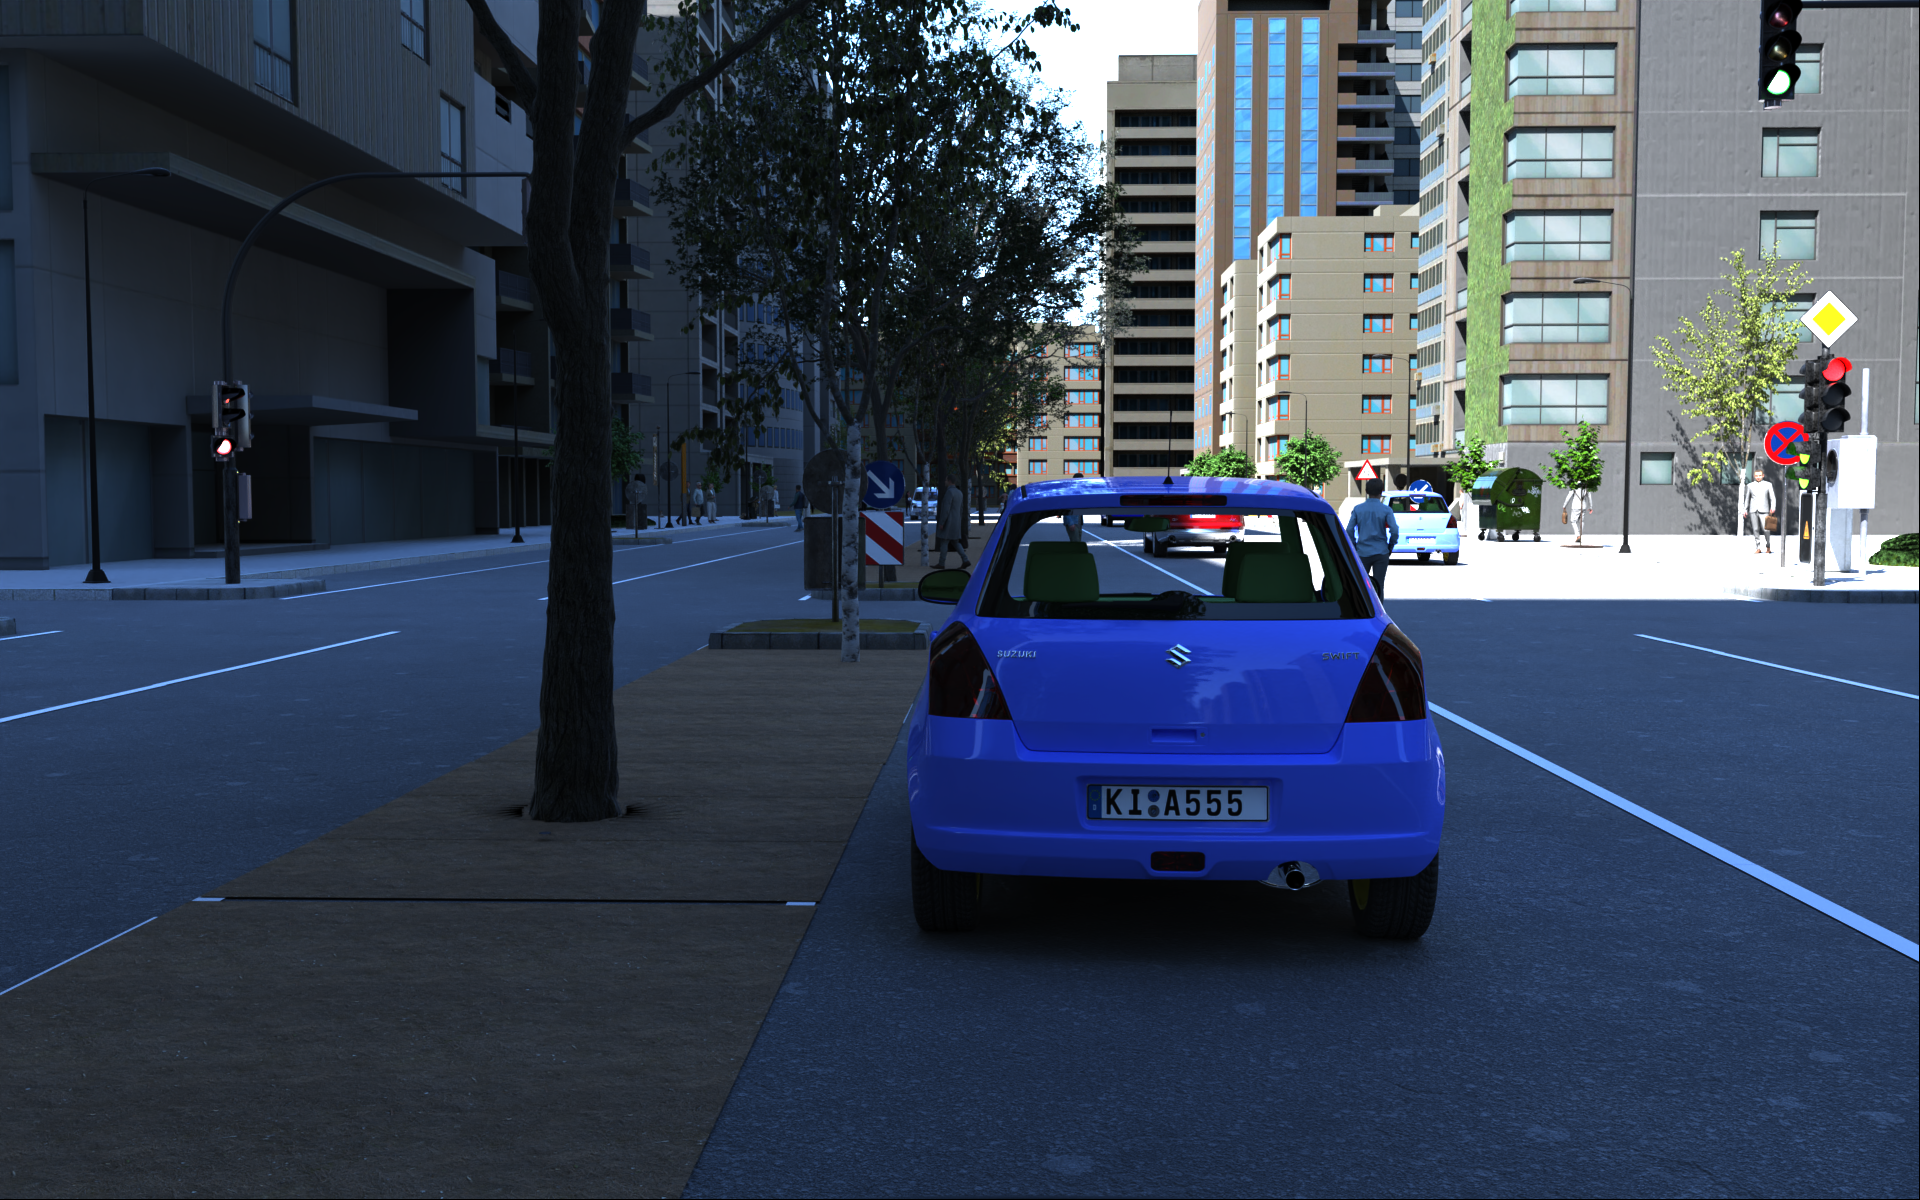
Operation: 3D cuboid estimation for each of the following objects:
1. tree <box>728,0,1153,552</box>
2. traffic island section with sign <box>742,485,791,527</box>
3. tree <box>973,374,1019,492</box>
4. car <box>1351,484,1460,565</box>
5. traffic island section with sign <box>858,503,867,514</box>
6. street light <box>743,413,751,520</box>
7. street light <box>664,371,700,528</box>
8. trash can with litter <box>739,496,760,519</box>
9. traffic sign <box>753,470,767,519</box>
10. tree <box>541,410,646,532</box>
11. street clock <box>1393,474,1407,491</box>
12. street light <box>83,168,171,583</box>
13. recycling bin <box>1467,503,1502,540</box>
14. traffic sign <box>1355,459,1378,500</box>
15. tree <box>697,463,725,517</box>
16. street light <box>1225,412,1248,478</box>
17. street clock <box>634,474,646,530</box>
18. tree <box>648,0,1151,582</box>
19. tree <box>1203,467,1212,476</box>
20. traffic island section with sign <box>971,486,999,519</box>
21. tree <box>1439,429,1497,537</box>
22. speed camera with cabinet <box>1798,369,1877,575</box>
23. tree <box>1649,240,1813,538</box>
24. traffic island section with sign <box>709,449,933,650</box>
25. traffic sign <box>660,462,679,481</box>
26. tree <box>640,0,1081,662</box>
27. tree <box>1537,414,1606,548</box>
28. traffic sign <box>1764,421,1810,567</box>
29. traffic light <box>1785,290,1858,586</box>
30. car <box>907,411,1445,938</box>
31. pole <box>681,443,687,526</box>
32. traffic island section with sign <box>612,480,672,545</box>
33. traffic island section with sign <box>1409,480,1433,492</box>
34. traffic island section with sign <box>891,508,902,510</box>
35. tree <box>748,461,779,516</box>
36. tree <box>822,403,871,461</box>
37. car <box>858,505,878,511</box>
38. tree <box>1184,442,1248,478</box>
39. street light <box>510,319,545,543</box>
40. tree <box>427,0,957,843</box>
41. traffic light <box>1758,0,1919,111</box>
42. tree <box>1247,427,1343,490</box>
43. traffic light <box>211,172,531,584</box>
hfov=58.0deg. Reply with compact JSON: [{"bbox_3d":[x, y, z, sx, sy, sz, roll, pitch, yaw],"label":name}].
[{"bbox_3d":[-0.425,-7.921,42.338,12.009,13.543,11.850,0,3,0],"label":"tree"},{"bbox_3d":[-8.540,-4.163,76.695,1.989,1.847,2.006,0,4,2],"label":"traffic island section with sign"},{"bbox_3d":[1.059,-8.076,84.858,4.737,8.622,4.395,0,3,0],"label":"tree"},{"bbox_3d":[9.203,-1.622,36.114,1.945,1.707,3.694,0,4,2],"label":"car"},{"bbox_3d":[-7.034,-7.211,126.524,1.989,1.847,2.006,0,4,2],"label":"traffic island section with sign"},{"bbox_3d":[-10.032,-6.926,85.776,1.470,5.913,1.316,0,4,2],"label":"street light"},{"bbox_3d":[-10.514,-5.696,65.663,1.470,5.913,1.316,0,4,2],"label":"street light"},{"bbox_3d":[-10.719,-4.706,88.336,0.624,1.170,1.055,3,5,41],"label":"trash can with litter"},{"bbox_3d":[-10.470,-5.538,90.644,0.768,2.556,0.104,1,4,10],"label":"traffic sign"},{"bbox_3d":[-12.335,-4.553,58.152,4.285,4.588,4.351,0,3,0],"label":"tree"},{"bbox_3d":[15.696,-3.497,61.743,0.471,2.002,0.358,0,4,-6],"label":"street clock"},{"bbox_3d":[-11.931,-3.197,24.818,1.470,5.913,1.316,0,4,2],"label":"street light"},{"bbox_3d":[14.810,-2.221,48.871,0.722,1.027,0.722,-3,5,-42],"label":"recycling bin"},{"bbox_3d":[15.161,-3.950,64.584,0.884,2.594,0.081,0,4,3],"label":"traffic sign"},{"bbox_3d":[-13.871,-6.321,97.942,1.663,3.219,1.824,0,3,0],"label":"tree"},{"bbox_3d":[15.726,-7.694,98.332,1.470,5.913,1.316,0,4,2],"label":"street light"},{"bbox_3d":[-11.457,-3.515,62.033,0.358,2.002,0.471,-2,4,-35],"label":"street clock"},{"bbox_3d":[-1.133,-5.580,28.104,8.767,10.594,7.601,0,4,2],"label":"tree"},{"bbox_3d":[18.510,-8.203,128.712,1.663,3.219,1.824,0,3,0],"label":"tree"},{"bbox_3d":[1.218,-5.576,99.298,2.006,1.907,1.989,0,4,2],"label":"traffic island section with sign"},{"bbox_3d":[15.445,-3.499,51.804,1.663,3.219,1.824,0,3,0],"label":"tree"},{"bbox_3d":[14.222,-2.065,28.101,0.660,3.252,2.038,1,4,11],"label":"speed camera with cabinet"},{"bbox_3d":[22.726,-6.130,50.593,4.737,8.622,4.395,0,3,0],"label":"tree"},{"bbox_3d":[-1.279,-0.529,16.790,2.006,1.907,1.989,0,4,2],"label":"traffic island section with sign"},{"bbox_3d":[-11.373,-4.135,67.705,0.768,2.556,0.104,0,4,6],"label":"traffic sign"},{"bbox_3d":[-0.940,-3.785,14.709,4.360,8.622,3.978,0,3,0],"label":"tree"},{"bbox_3d":[14.972,-2.868,41.493,1.663,3.219,1.824,0,3,0],"label":"tree"},{"bbox_3d":[14.408,-1.844,30.254,0.768,2.556,0.104,1,4,9],"label":"traffic sign"},{"bbox_3d":[11.953,-2.147,24.027,0.839,4.253,0.868,0,4,2],"label":"traffic light"},{"bbox_3d":[0.764,0.163,6.926,1.945,1.707,3.694,0,4,4],"label":"car"},{"bbox_3d":[-10.993,-4.593,68.940,0.158,3.312,0.155,0,3,0],"label":"pole"},{"bbox_3d":[-9.352,-2.515,49.752,1.989,1.847,2.006,0,4,2],"label":"traffic island section with sign"},{"bbox_3d":[12.751,-2.472,49.041,1.989,1.847,2.006,0,4,2],"label":"traffic island section with sign"},{"bbox_3d":[-6.204,-8.859,153.467,1.989,1.847,2.006,0,4,2],"label":"traffic island section with sign"},{"bbox_3d":[-11.337,-6.446,99.997,1.663,3.219,1.824,0,3,0],"label":"tree"},{"bbox_3d":[-9.200,-11.567,139.476,4.737,8.622,4.395,0,3,0],"label":"tree"},{"bbox_3d":[-7.018,-7.712,134.886,1.959,1.807,4.718,0,4,3],"label":"car"},{"bbox_3d":[17.349,-7.725,110.012,4.285,4.588,4.351,0,3,0],"label":"tree"},{"bbox_3d":[-11.145,-4.466,45.555,1.470,5.913,1.316,0,4,2],"label":"street light"},{"bbox_3d":[-1.596,-4.831,7.207,9.928,11.665,9.643,0,3,0],"label":"tree"},{"bbox_3d":[9.618,-2.526,15.967,4.771,5.953,1.251,0,4,2],"label":"traffic light"},{"bbox_3d":[17.076,-6.205,85.171,4.285,4.588,4.351,0,3,0],"label":"tree"},{"bbox_3d":[-8.305,-3.057,24.657,4.771,5.953,1.251,0,4,2],"label":"traffic light"}]
